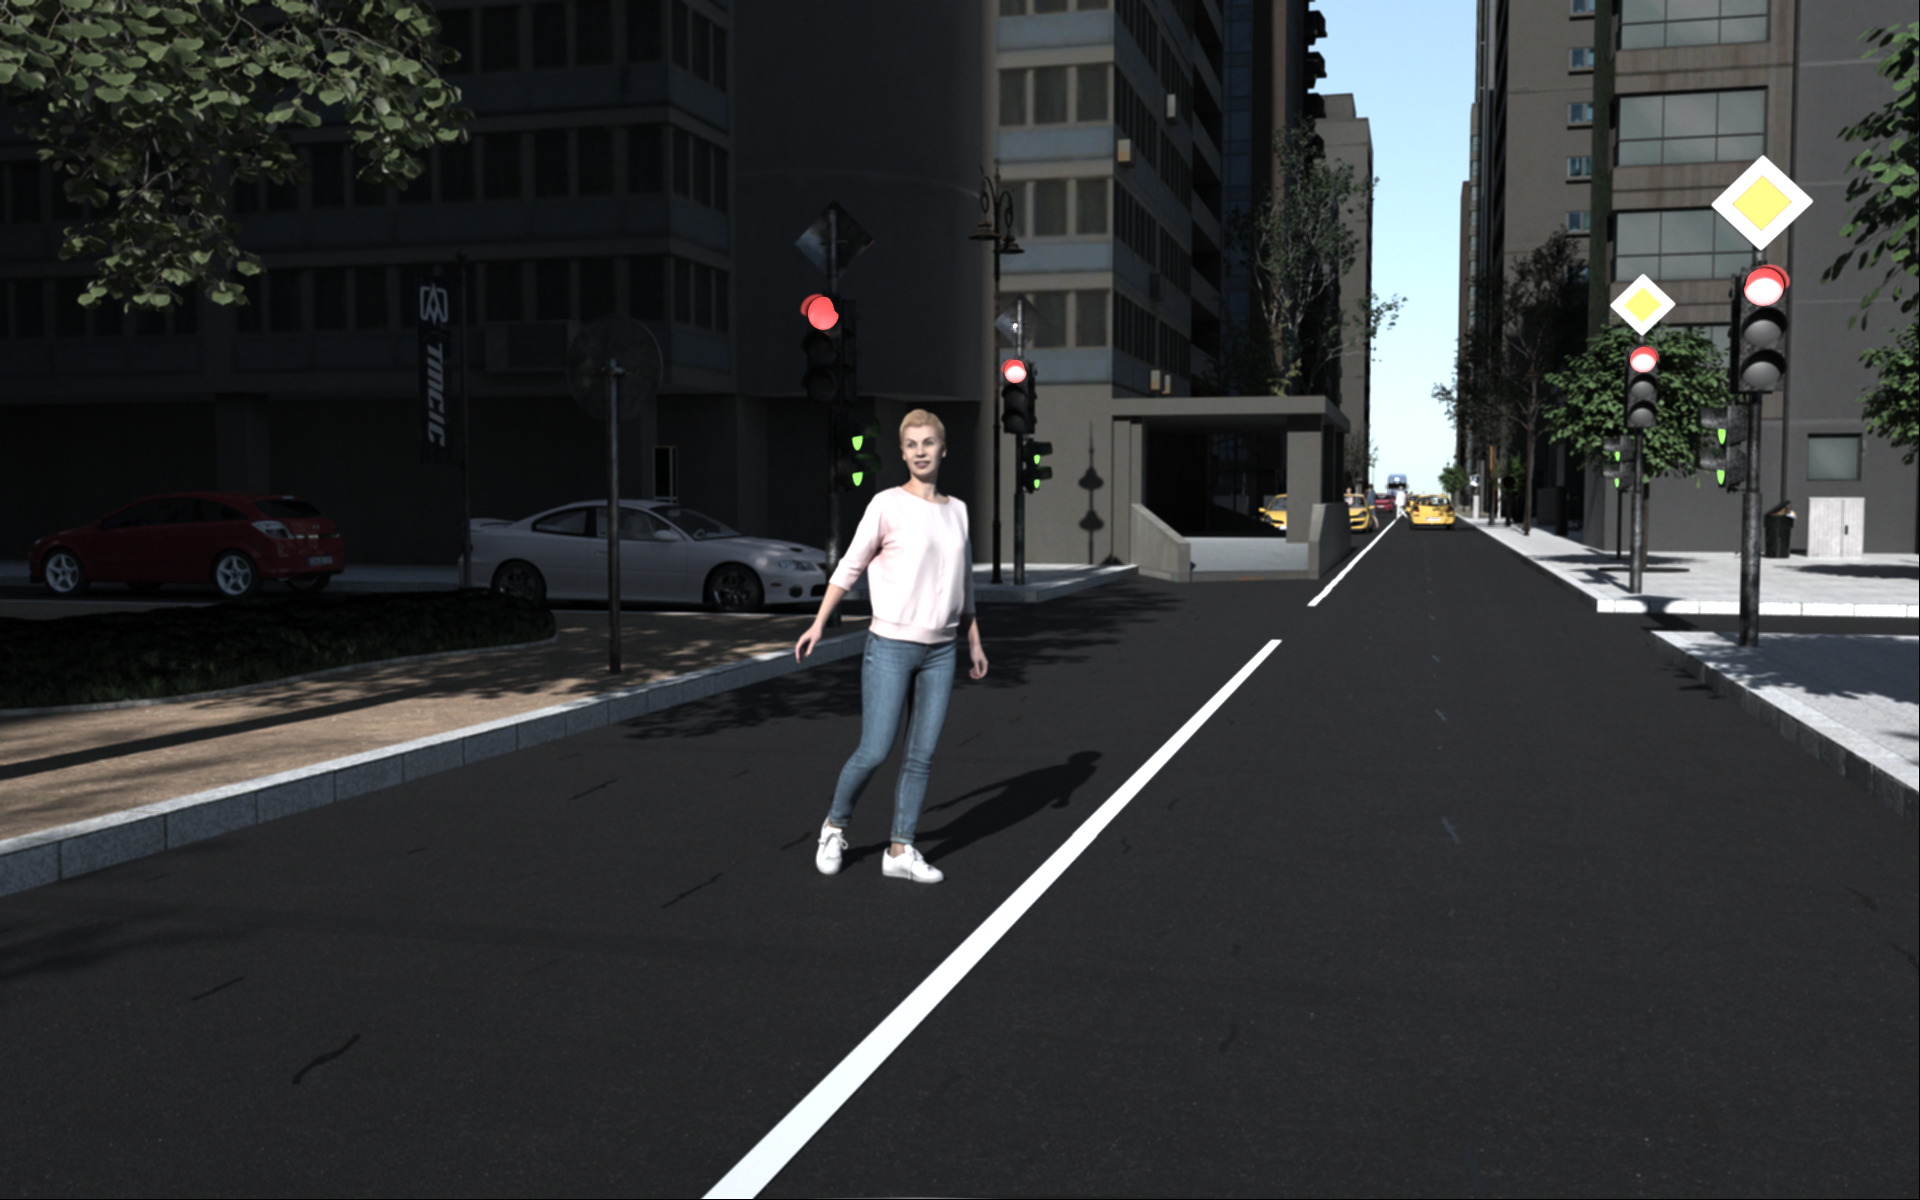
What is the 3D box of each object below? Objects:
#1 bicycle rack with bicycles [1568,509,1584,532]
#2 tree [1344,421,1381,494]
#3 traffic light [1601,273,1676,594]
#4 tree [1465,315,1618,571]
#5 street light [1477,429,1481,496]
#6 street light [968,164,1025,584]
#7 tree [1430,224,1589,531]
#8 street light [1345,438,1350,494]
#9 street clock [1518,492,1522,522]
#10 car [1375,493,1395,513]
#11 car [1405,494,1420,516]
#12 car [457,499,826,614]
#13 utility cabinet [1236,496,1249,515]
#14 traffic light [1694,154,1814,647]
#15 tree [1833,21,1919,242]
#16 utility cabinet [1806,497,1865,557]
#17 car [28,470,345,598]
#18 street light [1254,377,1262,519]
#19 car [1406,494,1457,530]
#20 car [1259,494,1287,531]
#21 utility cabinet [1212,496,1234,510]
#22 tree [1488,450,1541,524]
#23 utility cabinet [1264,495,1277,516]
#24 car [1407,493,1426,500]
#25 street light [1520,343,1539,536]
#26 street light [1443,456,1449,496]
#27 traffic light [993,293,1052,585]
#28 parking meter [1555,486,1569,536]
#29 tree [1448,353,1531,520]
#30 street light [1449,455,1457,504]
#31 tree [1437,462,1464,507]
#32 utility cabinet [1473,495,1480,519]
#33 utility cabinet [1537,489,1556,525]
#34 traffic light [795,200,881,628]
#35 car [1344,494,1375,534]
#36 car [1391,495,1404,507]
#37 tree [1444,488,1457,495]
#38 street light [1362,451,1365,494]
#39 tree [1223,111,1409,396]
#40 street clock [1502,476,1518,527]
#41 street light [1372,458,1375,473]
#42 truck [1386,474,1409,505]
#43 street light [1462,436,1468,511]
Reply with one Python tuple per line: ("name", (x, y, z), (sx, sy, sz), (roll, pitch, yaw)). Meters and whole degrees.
("bicycle rack with bicycles", (22.199, -2.813, 59.370), (2.925, 0.926, 2.852), (2, 4, 34))
("tree", (39.031, -13.430, 169.940), (4.360, 8.622, 3.978), (0, 3, 0))
("traffic light", (8.695, -2.037, 22.231), (0.839, 4.253, 0.868), (1, 4, 15))
("tree", (11.502, -2.761, 28.856), (4.285, 4.588, 4.351), (0, 3, 0))
("street light", (28.328, -7.439, 94.417), (0.468, 5.910, 1.993), (1, 4, 15))
("street light", (0.526, -3.173, 24.662), (0.468, 5.910, 1.993), (1, 4, 15))
("tree", (19.906, -7.650, 59.484), (7.601, 10.594, 8.767), (0, 4, 6))
("street light", (31.233, -10.229, 140.028), (0.468, 5.910, 1.993), (1, 4, 15))
("street clock", (25.033, -4.478, 77.784), (0.358, 2.002, 0.471), (2, 4, 27))
("car", (32.578, -7.645, 134.029), (2.155, 1.783, 4.494), (1, 4, 14))
("car", (30.288, -6.355, 114.130), (2.015, 1.641, 3.980), (1, 4, 16))
("car", (-3.814, -0.551, 21.378), (4.827, 1.381, 2.083), (1, 4, 15))
("utility cabinet", (8.955, -2.677, 54.936), (0.306, 1.237, 1.020), (0, 4, 5))
("traffic light", (6.640, -1.565, 14.514), (0.839, 4.253, 0.868), (1, 4, 15))
("tree", (5.737, -1.469, 7.724), (4.285, 4.588, 4.351), (0, 3, 0))
("utility cabinet", (17.847, -1.478, 35.319), (1.020, 1.237, 0.306), (1, 4, 20))
("car", (-11.012, -0.950, 24.575), (4.494, 1.783, 2.155), (1, 4, 14))
("street light", (11.223, -5.645, 65.076), (0.468, 5.910, 1.993), (1, 4, 15))
("car", (19.060, -3.654, 69.971), (2.015, 1.641, 3.980), (1, 4, 13))
("car", (10.102, -2.574, 52.305), (2.015, 1.641, 3.980), (1, 4, 16))
("utility cabinet", (8.995, -2.873, 58.135), (1.020, 1.237, 0.306), (0, 4, 1))
("tree", (24.174, -4.931, 75.222), (1.663, 3.219, 1.824), (0, 3, 0))
("utility cabinet", (16.063, -4.784, 89.377), (0.306, 1.237, 1.020), (-2, 4, -24))
("car", (36.314, -7.779, 136.776), (1.945, 1.707, 3.694), (1, 4, 13))
("street light", (17.506, -4.926, 53.330), (0.468, 5.910, 1.993), (1, 4, 15))
("street light", (58.492, -14.364, 207.645), (0.468, 5.910, 1.993), (1, 4, 15))
("traffic light", (0.851, -2.164, 24.295), (0.839, 4.253, 0.868), (1, 4, 15))
("parking meter", (18.454, -2.732, 53.087), (0.372, 1.533, 0.369), (0, 3, 0))
("tree", (26.644, -8.297, 86.024), (4.360, 8.622, 3.978), (0, 3, 0))
("street light", (47.934, -11.929, 167.833), (0.468, 5.910, 1.993), (1, 4, 15))
("tree", (50.149, -11.747, 175.770), (4.285, 4.588, 4.351), (0, 3, 0))
("utility cabinet", (26.377, -4.724, 88.404), (0.306, 1.237, 1.020), (1, 4, 20))
("utility cabinet", (23.942, -3.748, 69.957), (1.173, 1.500, 0.318), (2, 4, 34))
("traffic light", (-1.203, -1.692, 16.578), (0.839, 4.253, 0.868), (1, 4, 15))
("car", (14.209, -3.260, 63.530), (2.015, 1.641, 3.980), (1, 4, 16))
("car", (49.978, -11.336, 197.921), (1.945, 1.354, 3.894), (1, 4, 15))
("tree", (56.300, -12.482, 198.682), (1.663, 3.219, 1.824), (0, 3, 0))
("street light", (41.706, -12.626, 179.229), (0.468, 5.910, 1.993), (1, 4, 15))
("tree", (16.322, -14.243, 88.762), (12.611, 20.169, 13.585), (0, 3, 0))
("street clock", (21.665, -3.904, 68.408), (0.471, 2.002, 0.358), (1, 4, 22))
("street light", (52.378, -15.095, 219.594), (0.468, 5.910, 1.993), (1, 4, 15))
("truck", (60.305, -15.227, 238.725), (2.967, 4.110, 18.799), (1, 4, 14))
("street light", (37.123, -9.459, 127.438), (0.468, 5.910, 1.993), (1, 4, 15))
